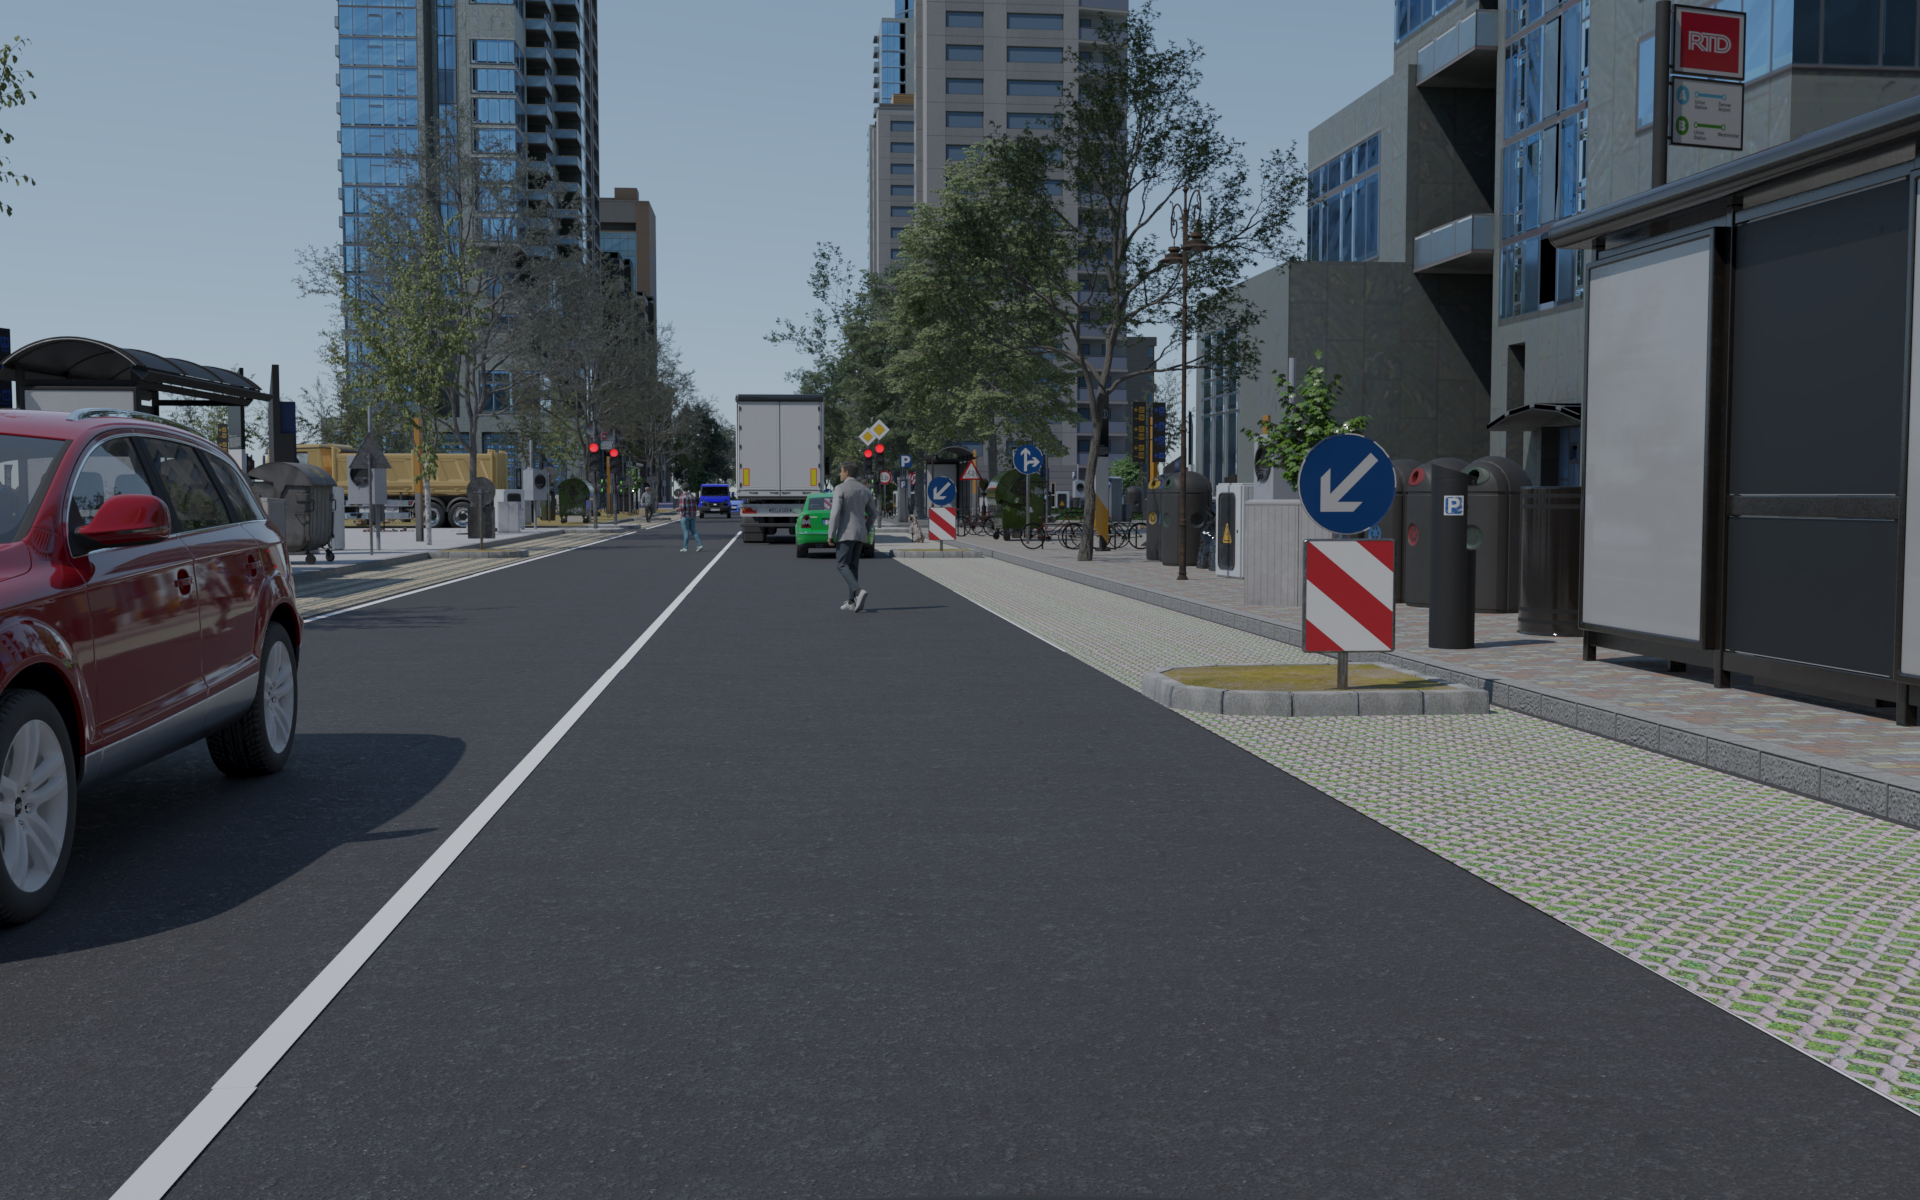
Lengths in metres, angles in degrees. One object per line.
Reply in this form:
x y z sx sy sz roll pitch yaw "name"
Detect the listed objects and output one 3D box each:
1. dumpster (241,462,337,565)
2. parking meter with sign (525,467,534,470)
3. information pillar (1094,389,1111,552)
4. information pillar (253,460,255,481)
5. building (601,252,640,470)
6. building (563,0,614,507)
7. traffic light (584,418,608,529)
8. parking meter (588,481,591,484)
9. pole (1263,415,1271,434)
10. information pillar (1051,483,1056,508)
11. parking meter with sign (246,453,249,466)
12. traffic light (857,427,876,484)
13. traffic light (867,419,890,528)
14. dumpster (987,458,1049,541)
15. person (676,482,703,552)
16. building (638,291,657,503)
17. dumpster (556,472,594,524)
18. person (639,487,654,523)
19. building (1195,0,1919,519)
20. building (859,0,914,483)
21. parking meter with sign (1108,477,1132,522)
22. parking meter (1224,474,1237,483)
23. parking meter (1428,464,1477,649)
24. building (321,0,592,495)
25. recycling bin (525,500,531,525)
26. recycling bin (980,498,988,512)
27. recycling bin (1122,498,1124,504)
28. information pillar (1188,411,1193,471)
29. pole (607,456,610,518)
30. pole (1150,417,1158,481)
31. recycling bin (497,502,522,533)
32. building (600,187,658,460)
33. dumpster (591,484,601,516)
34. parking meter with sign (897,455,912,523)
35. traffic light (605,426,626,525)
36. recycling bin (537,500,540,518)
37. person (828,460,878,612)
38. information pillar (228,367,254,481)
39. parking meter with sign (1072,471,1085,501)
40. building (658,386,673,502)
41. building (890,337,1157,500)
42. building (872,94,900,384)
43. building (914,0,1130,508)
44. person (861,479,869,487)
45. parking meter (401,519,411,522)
-12.347 -1.603 31.965 1.264 1.857 1.865 0 4 -6 "dumpster"
-27.492 -7.070 111.848 0.543 3.016 1.738 0 4 5 "parking meter with sign"
3.147 -2.893 38.653 0.183 3.616 0.504 3 5 43 "information pillar"
-41.239 -6.686 100.674 0.504 3.616 0.183 -2 4 -30 "information pillar"
-45.880 -26.426 203.762 14.160 30.474 14.107 0 4 -6 "building"
-47.069 -45.671 184.967 20.563 71.187 20.611 0 4 -6 "building"
-13.449 -4.586 63.895 0.839 4.253 0.868 0 4 -6 "traffic light"
-17.019 -4.470 78.803 0.399 1.863 0.255 1 4 13 "parking meter"
7.946 -3.126 44.959 0.158 3.312 0.155 0 3 0 "pole"
6.052 -6.596 112.335 0.304 2.012 0.304 1 4 9 "information pillar"
-31.121 -4.724 73.491 0.543 3.016 1.738 3 4 37 "parking meter with sign"
-3.896 -5.140 72.958 0.839 4.253 0.868 0 4 -6 "traffic light"
-3.048 -4.654 65.018 0.839 4.253 0.868 0 4 -6 "traffic light"
1.600 -2.776 47.881 1.502 2.255 1.985 0 4 -6 "dumpster"
-6.762 -2.070 43.174 0.643 1.720 0.563 3 4 37 "person"
-50.033 -28.804 242.647 14.160 30.474 14.107 0 4 -6 "building"
-16.839 -4.481 75.753 1.502 2.255 1.985 0 4 -6 "dumpster"
-15.514 -4.682 85.542 0.515 1.767 0.782 3 5 42 "person"
20.684 -44.591 41.728 22.319 86.520 31.000 0 4 -6 "building"
-6.690 -59.865 291.470 22.319 86.520 31.000 0 4 -6 "building"
6.726 -4.844 75.462 1.738 3.016 0.543 -3 4 -37 "parking meter with sign"
7.914 -2.759 50.826 0.399 1.863 0.255 0 4 5 "parking meter"
4.107 -0.368 14.431 0.372 1.533 0.369 0 3 0 "parking meter"
-44.997 -51.724 158.355 22.319 86.520 31.000 0 4 -6 "building"
-18.374 -3.649 72.222 0.722 1.027 0.722 3 5 39 "recycling bin"
1.795 -6.591 120.318 0.722 1.027 0.722 1 4 17 "recycling bin"
11.359 -6.850 124.556 0.722 1.027 0.722 1 4 17 "recycling bin"
6.550 -3.540 49.232 0.183 3.616 0.504 1 4 14 "information pillar"
-19.041 -6.115 93.822 0.158 3.312 0.155 0 3 0 "pole"
5.139 -3.187 45.950 0.158 3.312 0.155 0 3 0 "pole"
-14.960 -2.749 57.496 0.722 1.027 0.722 -1 4 -10 "recycling bin"
-52.240 -37.068 256.166 14.600 45.320 14.200 0 4 -6 "building"
-21.441 -5.771 100.122 1.264 1.857 1.865 0 4 -6 "dumpster"
-2.569 -5.028 78.475 0.543 3.016 1.738 -1 4 -9 "parking meter with sign"
-14.297 -5.071 71.835 0.839 4.253 0.868 0 4 -6 "traffic light"
-23.406 -5.013 94.517 0.722 1.027 0.722 2 4 30 "recycling bin"
-1.282 -0.785 21.180 0.661 1.843 0.795 -3 4 -38 "person"
-13.454 -2.503 32.272 0.504 3.616 0.183 3 5 40 "information pillar"
9.560 -8.392 133.462 1.738 3.016 0.543 -1 4 -15 "parking meter with sign"
-60.926 -26.484 278.051 27.650 21.520 28.899 0 4 -6 "building"
6.329 -21.914 203.336 27.650 21.520 28.899 0 4 -6 "building"
-2.669 -44.060 262.376 21.231 58.520 28.212 0 4 -6 "building"
5.909 -38.624 173.498 21.231 58.520 28.212 0 4 -6 "building"
-2.704 -2.370 47.345 0.679 1.850 0.850 -3 5 -43 "person"
-25.121 -4.451 78.483 0.399 1.863 0.255 -3 5 -44 "parking meter"
